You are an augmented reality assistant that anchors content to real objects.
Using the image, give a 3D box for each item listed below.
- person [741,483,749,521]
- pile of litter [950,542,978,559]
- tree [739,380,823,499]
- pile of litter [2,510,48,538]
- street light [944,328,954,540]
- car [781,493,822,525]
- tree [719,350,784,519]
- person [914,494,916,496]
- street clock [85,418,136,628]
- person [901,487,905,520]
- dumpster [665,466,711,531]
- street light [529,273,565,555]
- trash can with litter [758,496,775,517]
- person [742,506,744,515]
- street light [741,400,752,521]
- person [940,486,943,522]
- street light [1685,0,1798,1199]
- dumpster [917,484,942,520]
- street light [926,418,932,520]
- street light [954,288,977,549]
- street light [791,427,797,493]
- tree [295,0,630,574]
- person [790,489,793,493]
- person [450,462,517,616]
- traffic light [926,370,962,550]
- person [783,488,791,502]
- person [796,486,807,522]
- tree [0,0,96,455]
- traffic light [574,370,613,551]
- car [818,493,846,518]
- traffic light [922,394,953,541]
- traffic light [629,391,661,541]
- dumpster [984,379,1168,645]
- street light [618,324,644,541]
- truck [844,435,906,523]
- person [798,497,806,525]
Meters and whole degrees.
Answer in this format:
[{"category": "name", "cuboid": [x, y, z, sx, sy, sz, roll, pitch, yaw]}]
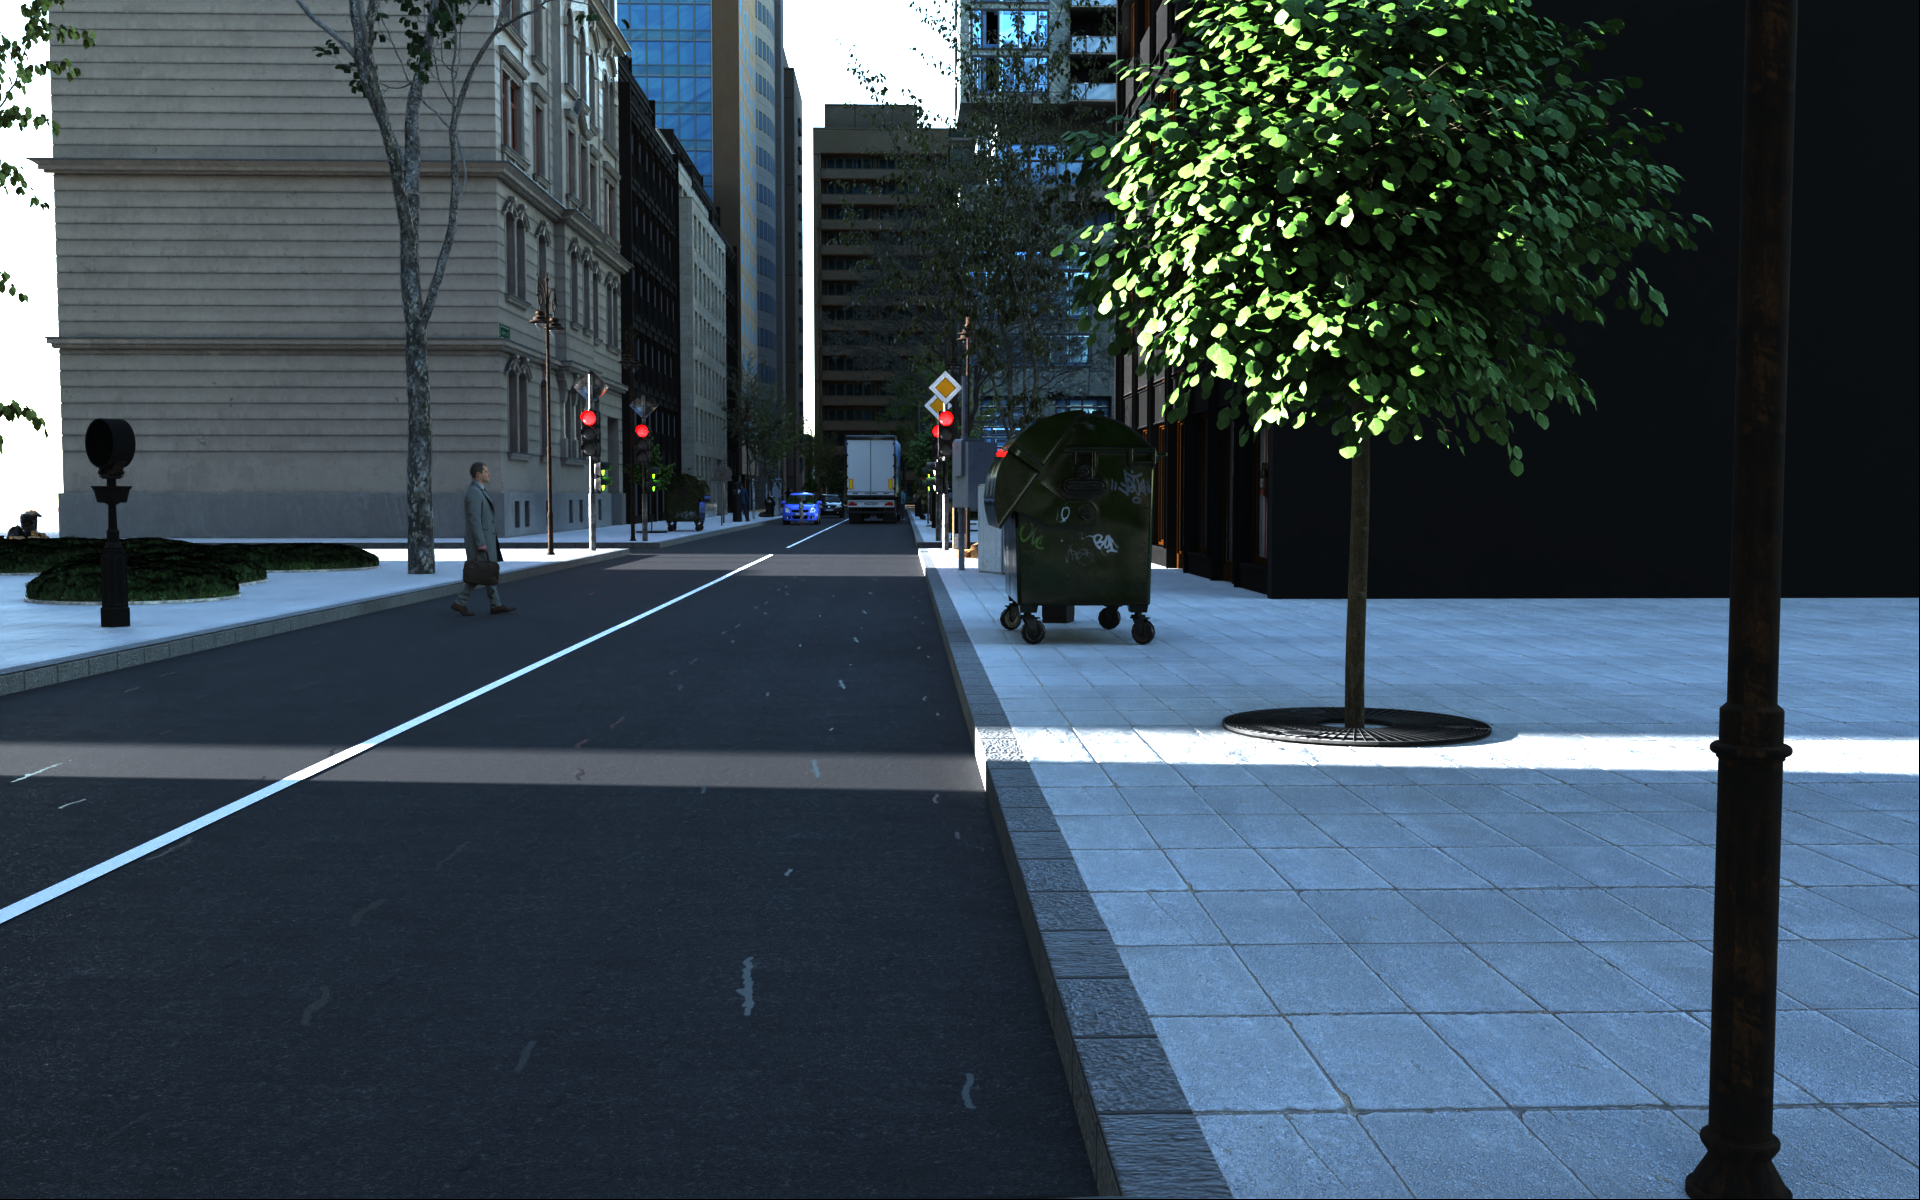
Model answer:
[{"category": "person", "cuboid": [-10.201, -4.586, 81.202, 0.721, 1.800, 0.419, -1, 4, -10]}, {"category": "pile of litter", "cuboid": [0.383, -1.277, 34.844, 1.176, 0.858, 1.719, 0, 4, 2]}, {"category": "tree", "cuboid": [-12.045, -9.746, 109.708, 4.737, 8.622, 4.395, 0, 3, 0]}, {"category": "pile of litter", "cuboid": [-24.892, -1.973, 46.229, 1.719, 0.858, 1.176, 0, 4, 5]}, {"category": "street light", "cuboid": [-0.189, -4.617, 48.280, 0.468, 5.910, 1.993, 0, 4, -2]}, {"category": "car", "cuboid": [-7.493, -4.432, 82.049, 1.945, 1.707, 3.694, 0, 4, -3]}, {"category": "tree", "cuboid": [-10.508, -8.463, 88.736, 4.360, 8.622, 3.978, 0, 3, 0]}, {"category": "person", "cuboid": [-4.692, -11.546, 195.537, 1.217, 1.735, 0.721, -1, 4, -21]}, {"category": "street clock", "cuboid": [-8.175, -0.742, 16.708, 0.471, 2.002, 0.358, 2, 4, 32]}, {"category": "person", "cuboid": [-3.322, -5.366, 96.245, 0.660, 1.820, 0.620, 2, 4, 30]}, {"category": "dumpster", "cuboid": [-9.521, -3.527, 60.165, 1.502, 2.255, 1.985, 0, 4, -2]}, {"category": "street light", "cuboid": [-8.643, -3.891, 36.406, 0.468, 5.910, 1.993, 0, 4, -2]}, {"category": "trash can with litter", "cuboid": [-10.797, -5.202, 96.447, 1.055, 1.170, 0.624, 2, 4, 33]}, {"category": "person", "cuboid": [-13.671, -6.242, 108.198, 0.694, 1.812, 0.767, -2, 4, -29]}, {"category": "street light", "cuboid": [-10.237, -6.766, 83.419, 0.468, 5.910, 1.993, 0, 4, -2]}, {"category": "person", "cuboid": [-0.718, -4.516, 79.986, 0.767, 1.812, 0.694, 1, 4, 9]}, {"category": "street light", "cuboid": [1.419, -1.847, 2.979, 0.468, 5.910, 1.993, 0, 4, -2]}, {"category": "dumpster", "cuboid": [-1.424, -5.189, 87.333, 1.502, 2.255, 1.985, 0, 4, -2]}, {"category": "street light", "cuboid": [-1.438, -6.871, 85.122, 0.468, 5.910, 1.993, 0, 4, -2]}, {"category": "street light", "cuboid": [0.178, -4.053, 39.062, 0.468, 5.910, 1.993, 0, 4, -2]}, {"category": "street light", "cuboid": [-11.402, -8.974, 119.505, 0.468, 5.910, 1.993, 0, 4, -2]}, {"category": "tree", "cuboid": [-9.645, -10.418, 26.217, 12.611, 20.169, 13.585, 0, 3, 0]}, {"category": "person", "cuboid": [-14.543, -8.787, 150.436, 0.721, 1.736, 1.217, 0, 4, 0]}, {"category": "person", "cuboid": [-5.656, -0.730, 20.532, 0.767, 1.812, 0.694, -1, 4, -17]}, {"category": "traffic light", "cuboid": [-0.345, -3.088, 39.409, 0.839, 4.253, 0.868, 0, 4, -2]}, {"category": "person", "cuboid": [-14.349, -8.478, 144.665, 1.348, 1.822, 0.705, -1, 4, -8]}, {"category": "person", "cuboid": [-8.106, -4.877, 88.261, 0.660, 1.820, 0.620, 3, 4, 39]}, {"category": "tree", "cuboid": [-8.905, -3.880, 13.793, 4.737, 8.622, 4.395, 0, 3, 0]}, {"category": "traffic light", "cuboid": [-8.301, -3.071, 39.126, 0.839, 4.253, 0.868, 0, 4, -2]}, {"category": "car", "cuboid": [-7.891, -5.827, 105.054, 2.009, 1.686, 4.222, 0, 4, -3]}, {"category": "traffic light", "cuboid": [-0.613, -3.576, 47.389, 0.839, 4.253, 0.868, 0, 4, -2]}, {"category": "traffic light", "cuboid": [-8.569, -3.559, 47.107, 0.839, 4.253, 0.868, 0, 4, -2]}, {"category": "dumpster", "cuboid": [1.008, -0.796, 15.505, 1.502, 2.255, 1.985, 0, 4, -2]}, {"category": "street light", "cuboid": [-8.971, -4.560, 47.337, 0.468, 5.910, 1.993, 0, 4, -2]}, {"category": "truck", "cuboid": [-4.299, -6.075, 88.232, 2.839, 4.237, 11.283, 0, 4, 0]}, {"category": "person", "cuboid": [-7.263, -4.085, 79.575, 0.394, 1.301, 0.425, -1, 4, -17]}]
